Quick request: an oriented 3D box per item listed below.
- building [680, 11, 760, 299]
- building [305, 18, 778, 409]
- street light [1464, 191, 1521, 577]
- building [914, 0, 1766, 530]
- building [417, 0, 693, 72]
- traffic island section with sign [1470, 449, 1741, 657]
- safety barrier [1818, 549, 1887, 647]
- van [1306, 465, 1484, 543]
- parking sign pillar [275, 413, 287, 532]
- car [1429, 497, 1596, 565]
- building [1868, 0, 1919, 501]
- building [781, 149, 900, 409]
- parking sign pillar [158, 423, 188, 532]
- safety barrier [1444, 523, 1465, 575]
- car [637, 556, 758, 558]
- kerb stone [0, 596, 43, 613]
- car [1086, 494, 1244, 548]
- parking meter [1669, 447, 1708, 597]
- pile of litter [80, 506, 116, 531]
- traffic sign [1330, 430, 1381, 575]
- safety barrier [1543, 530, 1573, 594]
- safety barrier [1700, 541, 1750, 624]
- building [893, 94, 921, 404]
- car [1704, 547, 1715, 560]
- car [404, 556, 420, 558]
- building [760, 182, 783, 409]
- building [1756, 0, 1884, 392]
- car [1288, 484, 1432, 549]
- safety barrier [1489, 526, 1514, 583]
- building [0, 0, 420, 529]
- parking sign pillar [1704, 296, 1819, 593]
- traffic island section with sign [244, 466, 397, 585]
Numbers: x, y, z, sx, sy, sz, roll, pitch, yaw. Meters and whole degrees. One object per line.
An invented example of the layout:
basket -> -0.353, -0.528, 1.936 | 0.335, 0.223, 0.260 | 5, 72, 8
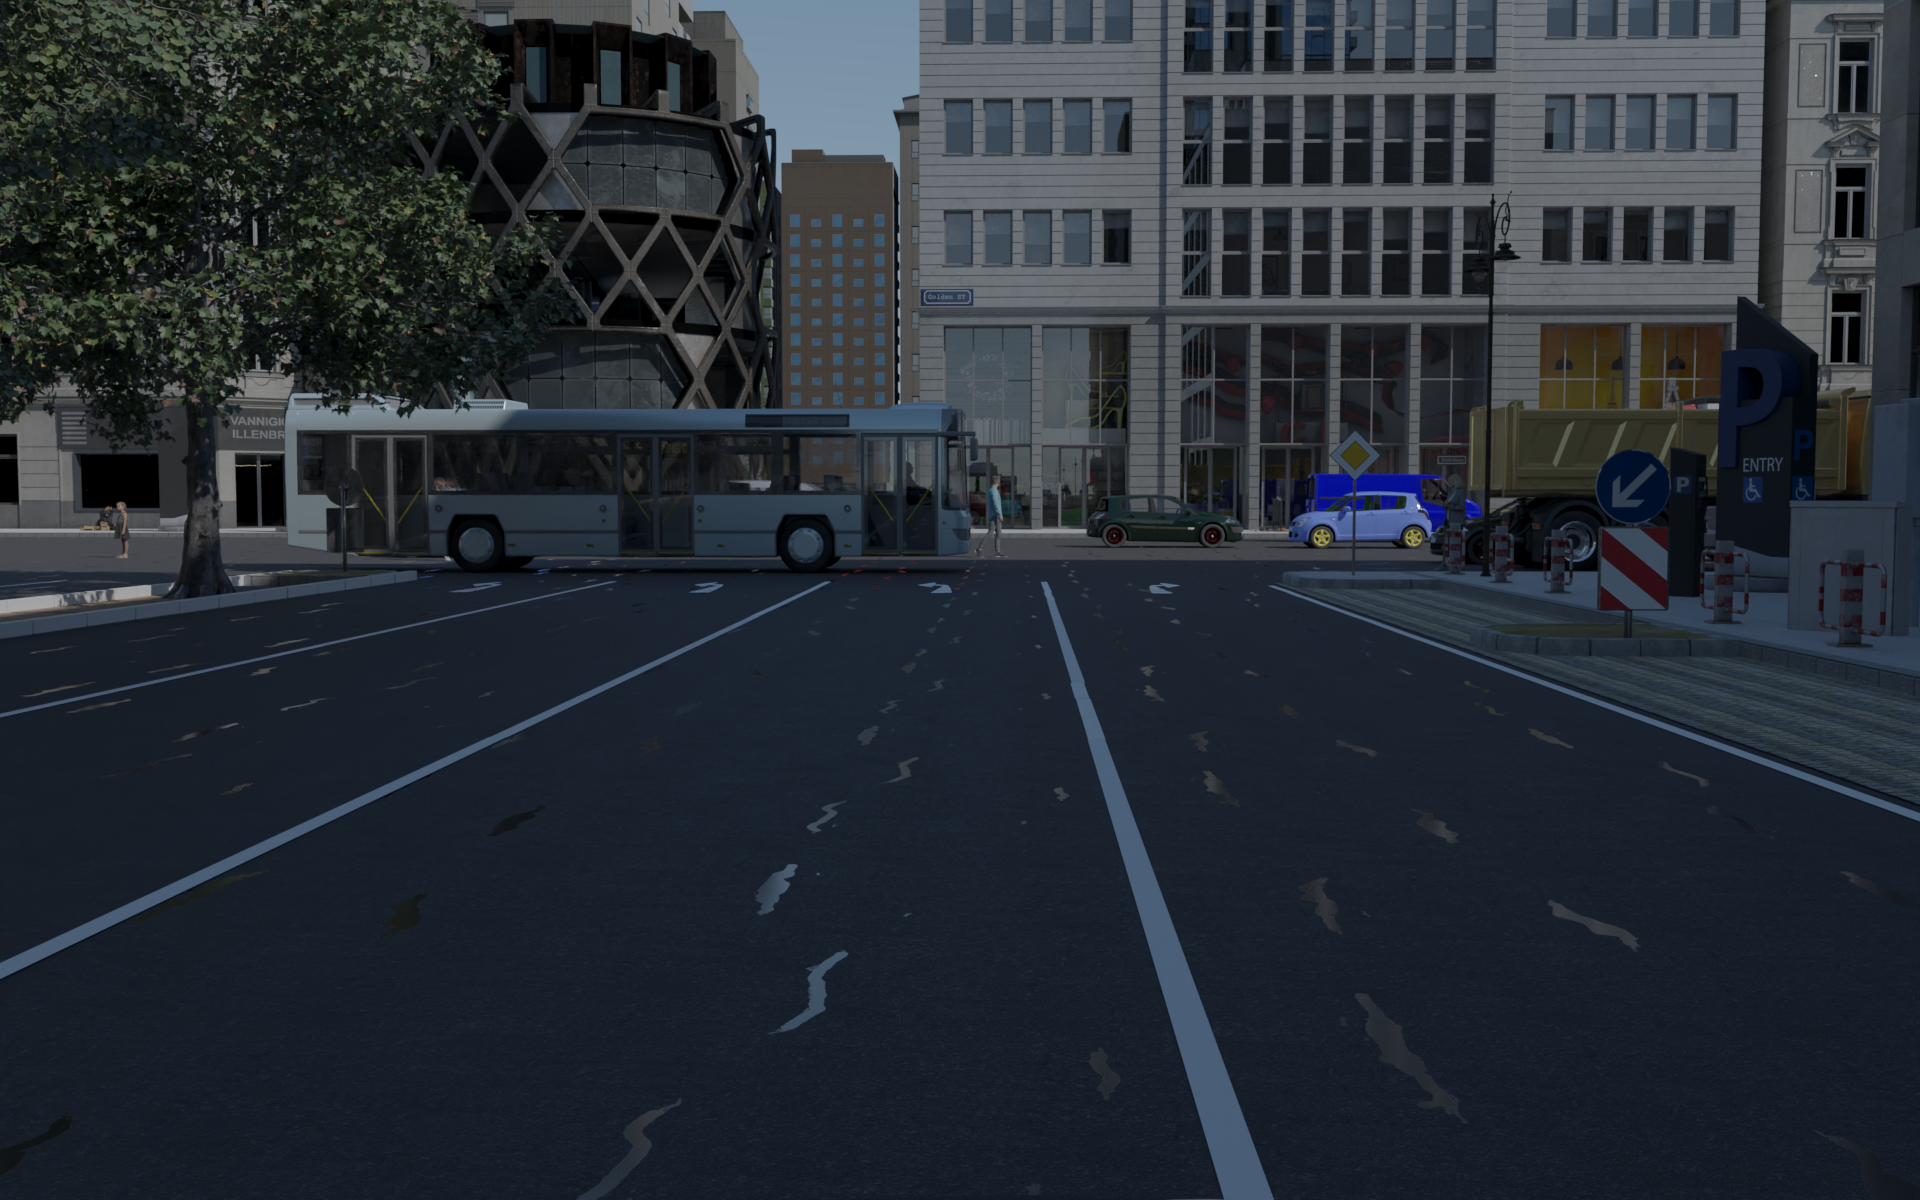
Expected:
building -> -31.924, -33.566, 172.504 | 21.600, 48.544, 21.300 | 0, 4, 2
building -> -15.694, -12.404, 70.257 | 16.811, 18.784, 16.820 | 0, 4, 2
street light -> 8.188, -3.303, 26.785 | 0.468, 5.910, 1.993 | 0, 4, 2
building -> 13.450, -17.660, 66.229 | 29.804, 29.767, 11.434 | 0, 4, 2
building -> -36.156, -33.455, 136.232 | 28.713, 52.752, 27.495 | 0, 4, 2
traffic island section with sign -> 5.877, -0.458, 16.118 | 1.989, 1.847, 2.006 | 0, 4, 2
safety barrier -> 7.483, -0.016, 14.539 | 0.300, 0.817, 1.120 | 0, 4, 2
van -> 13.021, -2.906, 51.892 | 5.245, 2.365, 2.240 | 0, 4, 3
parking sign pillar -> -22.387, -4.281, 58.463 | 1.447, 3.967, 1.447 | 0, 4, -6
car -> 11.887, -1.591, 35.801 | 4.222, 1.686, 2.009 | 0, 4, 4
building -> 21.267, -12.280, 5.295 | 19.350, 26.468, 34.151 | 0, 4, 2
building -> -15.391, -35.336, 227.858 | 14.200, 45.320, 14.600 | 0, 4, 2
parking sign pillar -> -26.704, -4.331, 59.280 | 1.447, 3.967, 1.447 | -2, 4, -23
safety barrier -> 7.896, -0.817, 27.631 | 0.300, 0.817, 1.120 | 0, 4, 2
car -> -5.817, -1.663, 39.778 | 3.894, 1.354, 1.945 | 0, 4, 2
kerb stone -> -11.493, 0.053, 21.321 | 0.120, 0.150, 1.000 | 0, 4, 2
car -> 5.518, -2.258, 46.709 | 4.222, 1.686, 2.009 | 0, 4, 3
parking meter -> 9.095, -0.975, 21.646 | 0.255, 1.863, 0.399 | -3, 5, -40
pile of litter -> -30.186, -2.867, 60.839 | 1.719, 0.858, 1.176 | 3, 5, 45
traffic sign -> 6.201, -1.444, 27.249 | 0.795, 2.450, 0.064 | 0, 4, 2
safety barrier -> 7.732, -0.497, 22.395 | 0.300, 0.817, 1.120 | 0, 4, 2
safety barrier -> 7.568, -0.176, 17.157 | 0.300, 0.817, 1.120 | 0, 4, 2
building -> 5.688, -39.472, 234.607 | 27.495, 52.752, 28.713 | 0, 4, 2
car -> 17.809, -1.494, 37.013 | 3.894, 1.354, 1.945 | 0, 4, 3
car -> -11.147, -1.825, 39.433 | 3.694, 1.707, 1.945 | 0, 4, 2
building -> -30.618, -33.301, 228.062 | 14.086, 41.232, 14.154 | 0, 4, 2
building -> 50.619, -17.818, 67.742 | 44.131, 29.872, 17.030 | 0, 4, 2
car -> 10.592, -2.226, 45.993 | 3.694, 1.707, 1.945 | 0, 4, 2
safety barrier -> 7.815, -0.656, 25.007 | 0.300, 0.817, 1.120 | 0, 4, 2
building -> -46.138, -18.034, 71.267 | 44.131, 29.872, 17.030 | 0, 4, 2
parking sign pillar -> 10.729, -2.116, 23.062 | 1.447, 3.967, 1.447 | -1, 4, -19
traffic island section with sign -> -10.217, -1.220, 28.083 | 2.006, 1.907, 1.989 | 0, 4, 2
